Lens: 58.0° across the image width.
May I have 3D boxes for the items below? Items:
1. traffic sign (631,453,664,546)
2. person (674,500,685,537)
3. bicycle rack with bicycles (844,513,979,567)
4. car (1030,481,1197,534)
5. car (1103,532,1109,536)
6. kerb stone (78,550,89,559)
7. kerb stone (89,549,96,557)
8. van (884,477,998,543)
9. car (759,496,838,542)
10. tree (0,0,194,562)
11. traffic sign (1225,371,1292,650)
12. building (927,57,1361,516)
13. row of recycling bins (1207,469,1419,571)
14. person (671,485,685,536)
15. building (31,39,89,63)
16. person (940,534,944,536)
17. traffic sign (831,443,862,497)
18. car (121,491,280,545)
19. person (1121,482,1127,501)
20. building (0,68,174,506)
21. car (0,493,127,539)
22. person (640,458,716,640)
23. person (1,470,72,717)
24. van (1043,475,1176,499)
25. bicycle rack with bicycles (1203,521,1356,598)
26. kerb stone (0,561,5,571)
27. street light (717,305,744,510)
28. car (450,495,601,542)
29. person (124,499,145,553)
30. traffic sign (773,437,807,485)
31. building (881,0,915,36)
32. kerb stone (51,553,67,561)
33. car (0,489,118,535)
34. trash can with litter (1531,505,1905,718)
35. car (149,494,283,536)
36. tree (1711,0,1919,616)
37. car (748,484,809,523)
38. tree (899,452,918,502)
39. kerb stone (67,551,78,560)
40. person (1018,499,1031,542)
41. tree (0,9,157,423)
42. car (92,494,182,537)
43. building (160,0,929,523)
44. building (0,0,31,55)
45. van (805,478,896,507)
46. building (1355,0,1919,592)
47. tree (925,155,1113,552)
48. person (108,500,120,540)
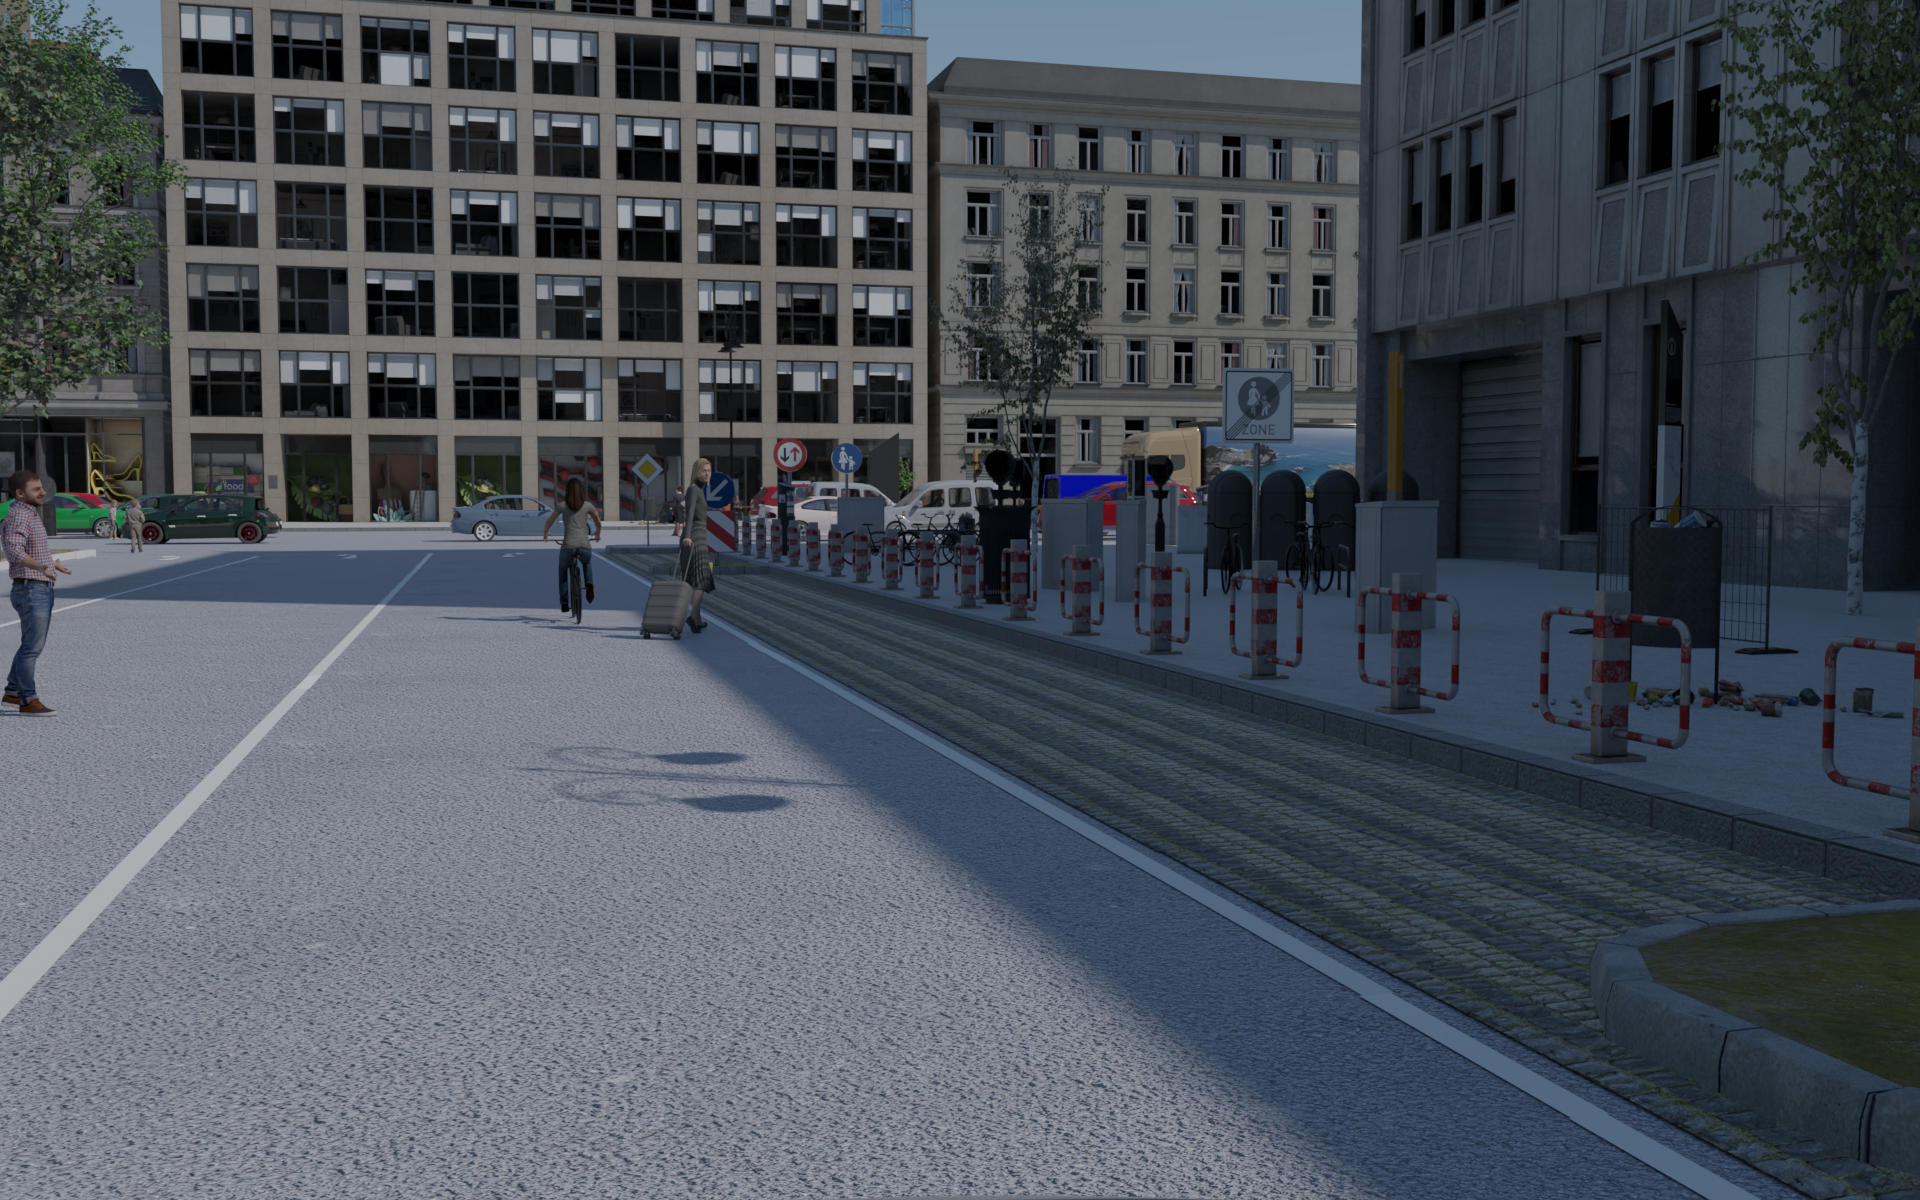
[{"bbox_3d":[-7.657,-2.374,42.450,0.795,2.450,0.064,-1,4,-15],"label":"traffic sign"},{"bbox_3d":[-9.076,-2.804,57.532,0.799,1.438,0.628,-3,4,-39],"label":"person"},{"bbox_3d":[-0.419,-1.109,31.512,2.925,0.926,2.852,1,4,20],"label":"bicycle rack with bicycles"},{"bbox_3d":[4.699,-2.641,51.847,5.304,1.827,2.281,-1,4,-15],"label":"car"},{"bbox_3d":[5.730,-3.046,59.590,4.222,1.686,2.009,-1,4,-16],"label":"car"},{"bbox_3d":[-19.706,-1.010,38.712,0.120,0.150,1.000,-1,4,-15],"label":"kerb stone"},{"bbox_3d":[-19.983,-1.067,39.700,0.120,0.150,1.000,-1,4,-15],"label":"kerb stone"},{"bbox_3d":[-0.832,-2.671,50.691,4.112,2.044,2.013,-1,4,-17],"label":"van"},{"bbox_3d":[-3.799,-2.498,53.201,4.827,1.381,2.083,-1,4,-15],"label":"car"},{"bbox_3d":[-19.486,-6.510,34.653,9.928,11.665,9.643,0,3,0],"label":"tree"},{"bbox_3d":[2.422,-0.736,14.170,0.606,2.300,0.079,-1,4,-11],"label":"traffic sign"},{"bbox_3d":[10.845,-16.062,95.895,30.059,22.955,16.112,-1,4,-15],"label":"building"},{"bbox_3d":[5.944,-1.357,29.297,3.534,1.692,1.069,1,4,14],"label":"row of recycling bins"},{"bbox_3d":[-9.525,-3.061,59.351,0.445,1.727,0.742,2,4,34],"label":"person"},{"bbox_3d":[-93.304,-30.976,161.077,28.867,44.769,22.147,-1,4,-15],"label":"building"},{"bbox_3d":[-0.541,-2.846,59.722,0.352,1.250,0.332,2,4,35],"label":"person"},{"bbox_3d":[-2.826,-2.639,43.254,0.768,2.556,0.104,0,4,-6],"label":"traffic sign"},{"bbox_3d":[-21.935,-2.464,50.071,4.222,1.686,2.009,-1,4,-15],"label":"car"},{"bbox_3d":[4.819,-2.480,49.179,0.434,1.807,0.598,0,4,-6],"label":"person"},{"bbox_3d":[-55.468,-13.724,75.295,40.483,20.767,10.553,-1,4,-15],"label":"building"},{"bbox_3d":[-28.943,-2.882,55.916,4.718,1.807,1.959,-1,4,-15],"label":"car"},{"bbox_3d":[-2.848,-0.549,17.690,0.699,1.804,1.509,1,4,20],"label":"person"},{"bbox_3d":[-6.019,-0.049,11.254,0.435,1.587,0.963,-2,4,-26],"label":"person"},{"bbox_3d":[5.270,-3.090,54.913,5.245,2.365,2.240,-1,4,-15],"label":"van"},{"bbox_3d":[4.230,-0.562,22.569,2.852,0.926,2.925,1,4,10],"label":"bicycle rack with bicycles"},{"bbox_3d":[-18.090,-0.645,32.747,0.120,0.150,1.000,-1,4,-15],"label":"kerb stone"},{"bbox_3d":[-5.608,-4.261,42.455,0.468,5.910,1.993,-1,4,-15],"label":"street light"},{"bbox_3d":[-13.264,-2.506,52.968,4.499,1.417,2.014,-1,4,-16],"label":"car"},{"bbox_3d":[-20.157,-1.806,42.303,0.475,1.303,0.640,-1,4,-17],"label":"person"},{"bbox_3d":[-3.836,-2.383,39.075,0.768,2.556,0.104,-1,4,-9],"label":"traffic sign"},{"bbox_3d":[-16.238,-51.890,161.067,22.319,86.520,31.000,-1,4,-15],"label":"building"},{"bbox_3d":[-19.176,-0.889,36.727,0.120,0.150,1.000,-1,4,-15],"label":"kerb stone"},{"bbox_3d":[-31.920,-3.169,60.852,4.494,1.783,2.155,-1,4,-15],"label":"car"},{"bbox_3d":[4.693,0.041,10.382,2.233,1.210,1.678,2,4,27],"label":"trash can with litter"},{"bbox_3d":[-24.499,-2.880,56.881,4.222,1.686,2.009,-1,4,-14],"label":"car"},{"bbox_3d":[9.711,-4.145,18.132,4.737,8.622,4.395,0,3,0],"label":"tree"},{"bbox_3d":[-5.418,-3.511,66.078,5.304,1.827,2.281,-1,4,-17],"label":"car"},{"bbox_3d":[-2.884,-5.135,78.559,1.663,3.219,1.824,0,3,0],"label":"tree"},{"bbox_3d":[-19.449,-0.949,37.716,0.120,0.150,1.000,-1,4,-15],"label":"kerb stone"},{"bbox_3d":[1.692,-2.148,47.896,0.640,1.303,0.475,0,4,-8],"label":"person"},{"bbox_3d":[-17.179,-6.442,24.789,9.611,12.733,9.660,0,3,0],"label":"tree"},{"bbox_3d":[-27.371,-2.873,58.775,4.920,1.459,2.131,-1,4,-13],"label":"car"},{"bbox_3d":[-20.520,-17.387,88.792,34.151,26.468,19.350,-1,4,-15],"label":"building"},{"bbox_3d":[-77.161,-29.175,127.116,14.600,45.320,14.200,-1,4,-15],"label":"building"},{"bbox_3d":[-3.328,-3.237,59.933,4.112,2.044,2.013,-1,4,-17],"label":"van"},{"bbox_3d":[16.389,-12.742,26.346,12.078,24.808,19.932,-1,4,-15],"label":"building"},{"bbox_3d":[1.552,-5.367,38.119,4.360,8.622,3.978,0,3,0],"label":"tree"},{"bbox_3d":[-26.356,-2.492,53.929,0.352,1.250,0.332,2,4,28],"label":"person"}]
